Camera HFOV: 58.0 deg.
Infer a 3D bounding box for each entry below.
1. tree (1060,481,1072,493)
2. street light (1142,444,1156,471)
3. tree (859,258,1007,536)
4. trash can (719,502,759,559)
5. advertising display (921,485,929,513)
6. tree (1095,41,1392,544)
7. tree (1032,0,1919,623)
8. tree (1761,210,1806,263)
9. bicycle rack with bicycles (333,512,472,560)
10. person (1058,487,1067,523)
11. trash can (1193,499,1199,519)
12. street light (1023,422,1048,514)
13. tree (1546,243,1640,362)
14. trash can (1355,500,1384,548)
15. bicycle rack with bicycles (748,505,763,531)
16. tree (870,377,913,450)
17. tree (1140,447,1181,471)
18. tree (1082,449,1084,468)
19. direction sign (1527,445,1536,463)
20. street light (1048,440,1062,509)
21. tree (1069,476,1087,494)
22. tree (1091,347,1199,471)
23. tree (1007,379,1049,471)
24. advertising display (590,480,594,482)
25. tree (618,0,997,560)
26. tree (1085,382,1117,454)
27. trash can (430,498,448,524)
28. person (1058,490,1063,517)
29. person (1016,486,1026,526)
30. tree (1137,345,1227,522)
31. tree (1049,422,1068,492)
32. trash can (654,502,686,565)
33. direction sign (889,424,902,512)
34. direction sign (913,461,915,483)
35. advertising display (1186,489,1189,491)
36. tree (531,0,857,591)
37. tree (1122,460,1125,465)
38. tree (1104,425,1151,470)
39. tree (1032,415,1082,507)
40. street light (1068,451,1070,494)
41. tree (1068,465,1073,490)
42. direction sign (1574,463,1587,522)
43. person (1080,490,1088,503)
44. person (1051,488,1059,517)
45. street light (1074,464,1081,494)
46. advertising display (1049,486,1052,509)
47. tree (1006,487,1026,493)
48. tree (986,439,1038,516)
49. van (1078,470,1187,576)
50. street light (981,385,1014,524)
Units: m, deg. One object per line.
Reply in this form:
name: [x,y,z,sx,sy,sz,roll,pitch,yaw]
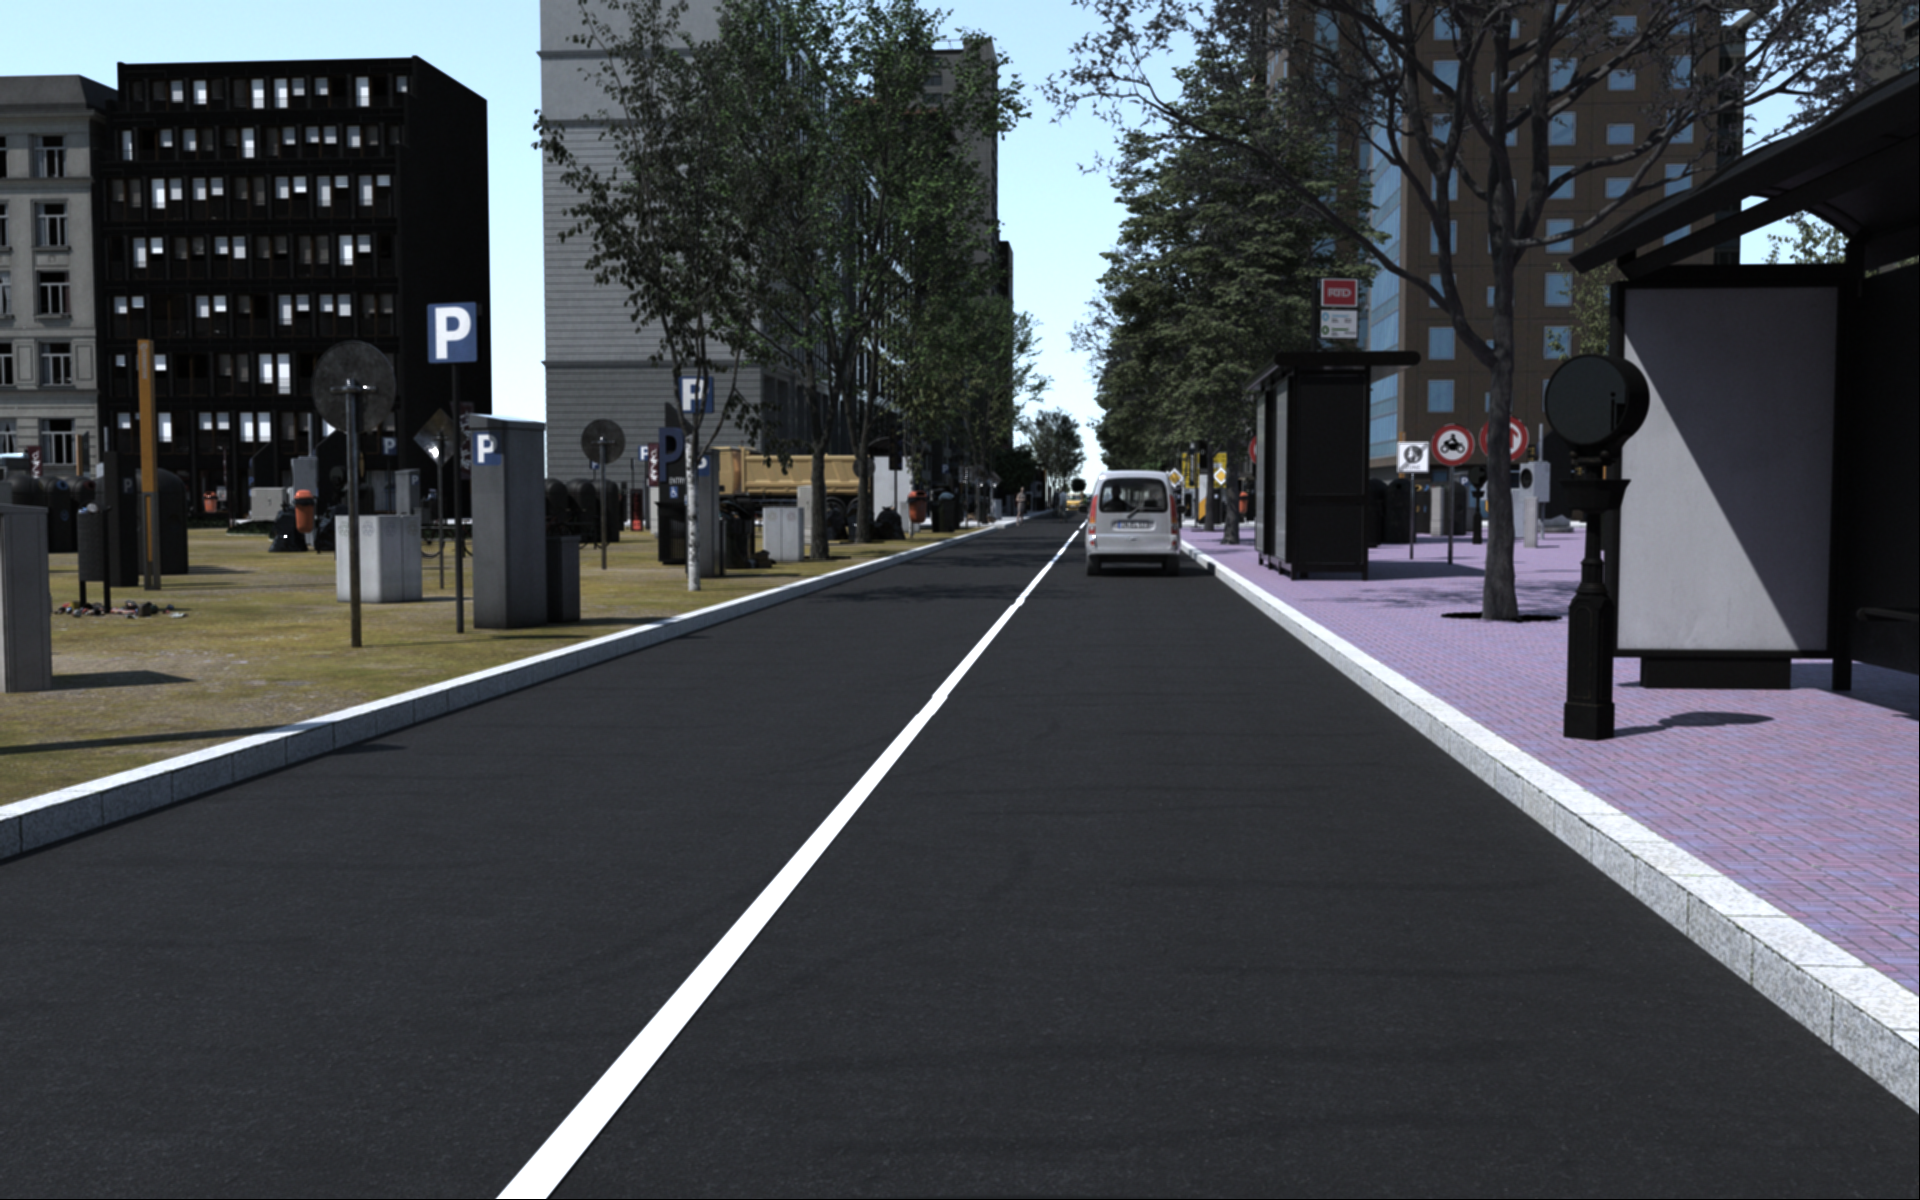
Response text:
tree: [15.331,-15.582,249.368,1.663,3.219,1.824,0,3,0]
street light: [11.876,-8.399,109.869,1.470,5.913,1.316,0,4,5]
tree: [-1.258,-6.296,53.300,4.737,8.622,4.395,0,3,0]
trash can: [-4.017,-1.205,31.356,0.748,1.137,0.748,0,3,0]
advertising display: [-2.378,-6.959,118.997,0.123,1.923,0.974,2,4,27]
tree: [7.116,-7.718,44.315,7.486,12.596,7.792,0,3,0]
tree: [5.397,-6.543,17.347,12.009,13.543,11.850,0,3,0]
tree: [18.881,-5.387,38.440,4.737,8.622,4.395,0,3,0]
bicycle rack with bicycles: [-11.172,-1.284,34.377,2.925,0.926,2.852,1,4,14]
person: [5.162,-4.750,86.395,0.478,1.798,0.641,-1,4,-19]
trash can: [14.017,-5.459,100.908,0.748,1.137,0.748,0,3,0]
street light: [4.762,-8.546,112.275,1.470,5.913,1.316,0,4,5]
tree: [19.013,-6.113,50.315,4.737,8.622,4.395,0,3,0]
trash can: [9.725,-1.813,41.298,0.748,1.137,0.748,0,3,0]
bicycle rack with bicycles: [-7.711,-2.763,58.561,2.852,0.926,2.925,-1,4,-10]
tree: [-4.766,-9.303,102.465,4.360,8.622,3.978,0,3,0]
tree: [13.662,-8.079,115.806,4.285,4.588,4.351,0,3,0]
tree: [13.303,-16.236,215.816,4.360,8.622,3.978,0,3,0]
direction sign: [26.446,-5.345,79.389,0.876,3.537,0.379,1,4,19]
street light: [8.139,-10.858,150.072,1.470,5.913,1.316,0,4,5]
tree: [20.750,-19.643,304.871,4.285,4.588,4.351,0,3,0]
tree: [14.283,-13.620,129.339,9.857,13.997,8.962,0,3,0]
tree: [1.543,-8.851,95.074,4.737,8.622,4.395,0,3,0]
advertising display: [-15.986,-4.392,77.017,0.974,1.923,0.123,-3,5,-39]
tree: [-2.656,-6.621,34.011,9.928,11.665,9.643,0,3,0]
tree: [27.194,-26.437,288.131,12.611,20.169,13.585,0,3,0]
trash can: [-20.025,-3.357,66.544,0.748,1.137,0.748,0,3,0]
person: [6.359,-6.085,108.998,0.512,1.701,0.522,3,5,41]
person: [2.779,-4.233,78.045,0.599,1.781,0.374,-2,4,-33]
tree: [10.448,-7.937,80.136,4.360,8.622,3.978,0,3,0]
tree: [7.624,-13.316,168.072,4.737,8.622,4.395,0,3,0]
trash can: [-5.173,-1.210,31.436,0.748,1.137,0.748,0,3,0]
direction sign: [-2.105,-3.958,56.715,0.379,3.537,0.876,2,4,25]
direction sign: [-3.333,-7.707,118.004,0.379,3.537,0.876,2,4,32]
advertising display: [19.149,-8.569,145.317,0.123,1.923,0.974,-3,5,-39]
tree: [-3.470,-4.413,22.515,4.360,8.622,3.978,0,3,0]
tree: [23.385,-17.237,232.184,4.737,8.622,4.395,0,3,0]
tree: [21.426,-16.669,206.946,8.767,10.594,7.601,-1,4,-12]
tree: [8.331,-12.838,160.263,4.360,8.622,3.978,0,3,0]
street light: [11.351,-13.193,188.252,1.470,5.913,1.316,0,4,5]
tree: [13.909,-17.628,238.586,4.737,8.622,4.395,0,3,0]
direction sign: [28.201,-5.274,78.223,0.876,3.537,0.379,1,4,16]
person: [11.572,-9.547,164.693,1.348,1.812,0.705,2,4,33]
person: [6.178,-6.243,110.689,0.709,1.813,0.853,1,4,15]
street light: [15.162,-15.925,232.920,1.470,5.913,1.316,0,4,5]
advertising display: [7.555,-8.542,144.879,0.123,1.923,0.974,1,4,11]
tree: [3.455,-7.053,109.919,1.663,3.219,1.824,0,3,0]
tree: [3.084,-7.220,101.757,4.285,4.588,4.351,0,3,0]
van: [3.157,-1.511,31.717,2.013,2.044,4.112,0,4,5]
street light: [1.603,-6.193,73.793,1.470,5.913,1.316,0,4,5]
